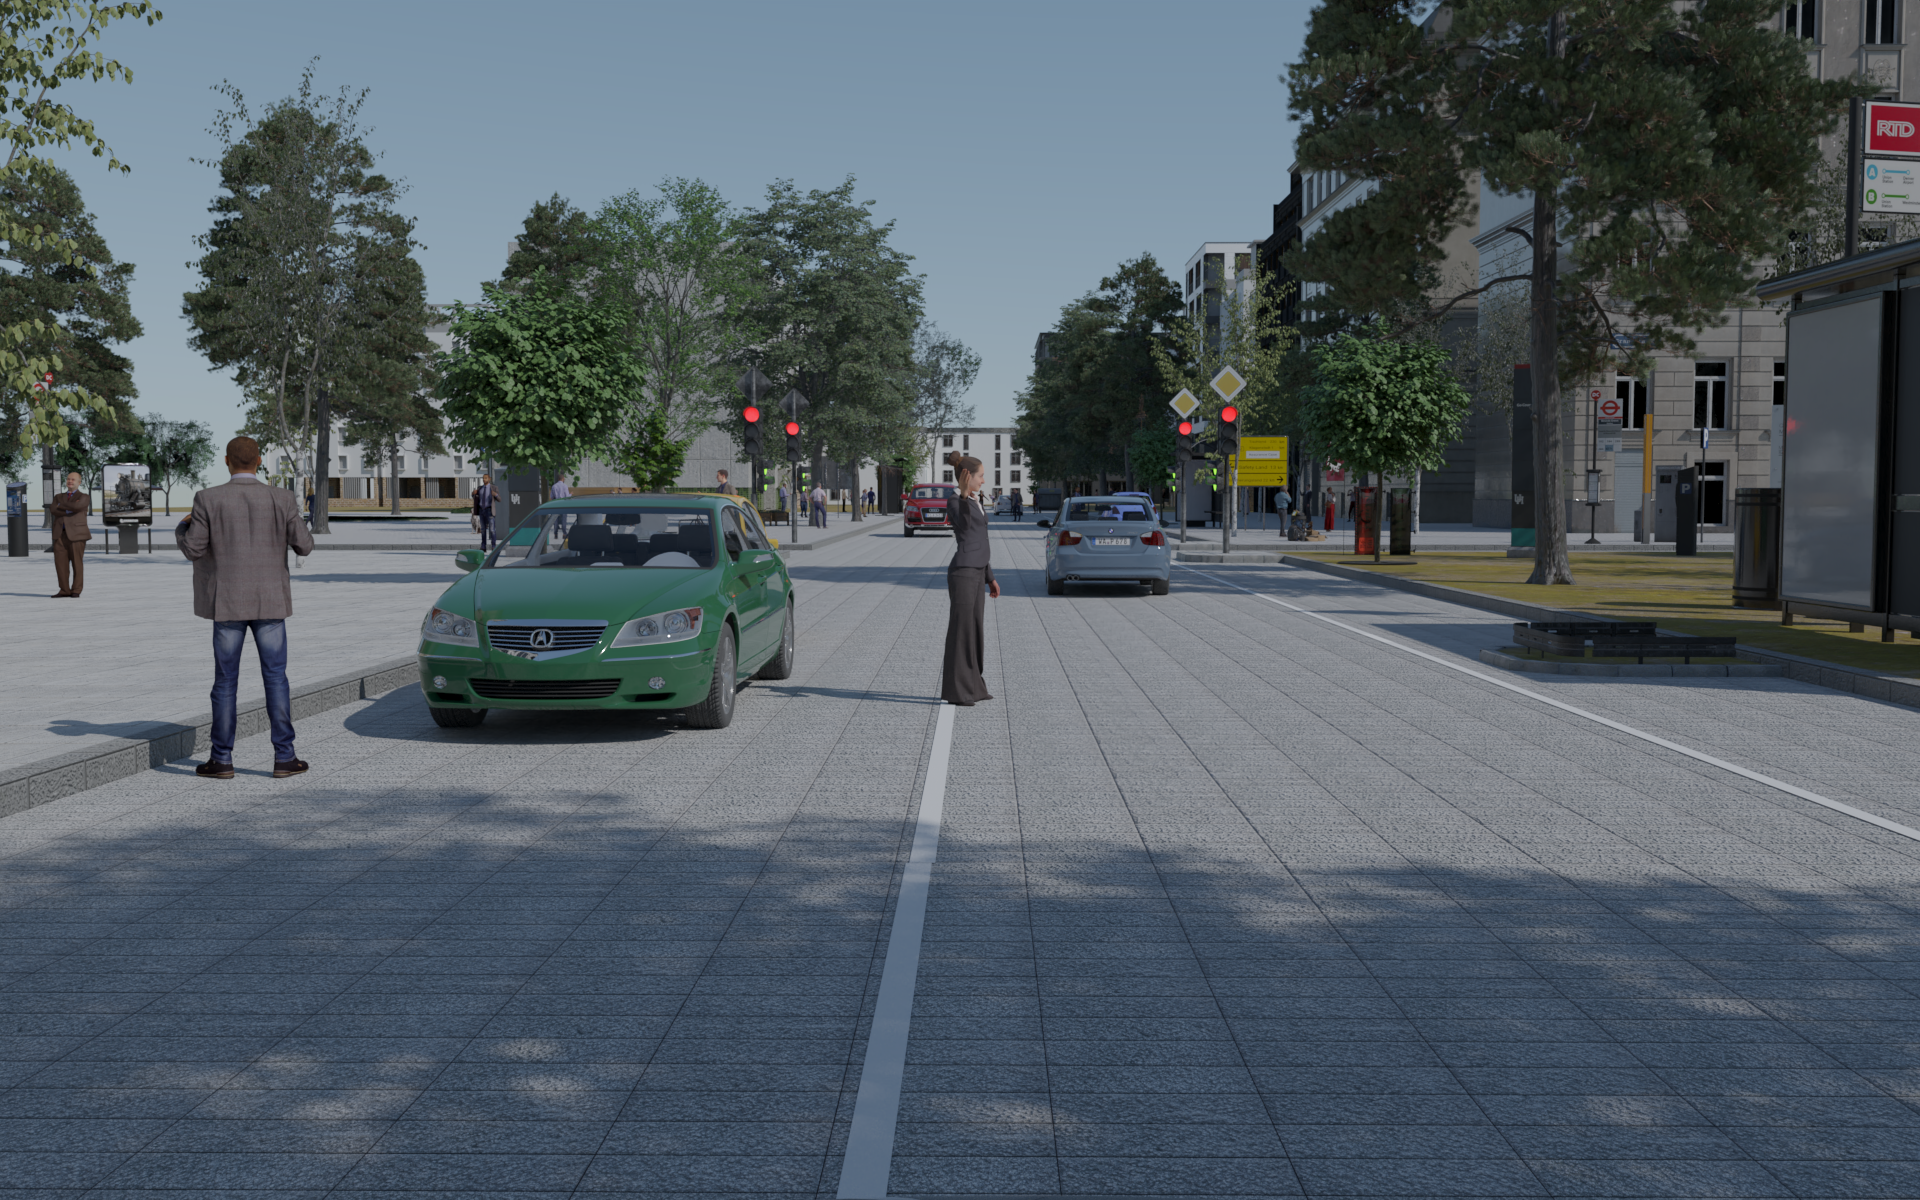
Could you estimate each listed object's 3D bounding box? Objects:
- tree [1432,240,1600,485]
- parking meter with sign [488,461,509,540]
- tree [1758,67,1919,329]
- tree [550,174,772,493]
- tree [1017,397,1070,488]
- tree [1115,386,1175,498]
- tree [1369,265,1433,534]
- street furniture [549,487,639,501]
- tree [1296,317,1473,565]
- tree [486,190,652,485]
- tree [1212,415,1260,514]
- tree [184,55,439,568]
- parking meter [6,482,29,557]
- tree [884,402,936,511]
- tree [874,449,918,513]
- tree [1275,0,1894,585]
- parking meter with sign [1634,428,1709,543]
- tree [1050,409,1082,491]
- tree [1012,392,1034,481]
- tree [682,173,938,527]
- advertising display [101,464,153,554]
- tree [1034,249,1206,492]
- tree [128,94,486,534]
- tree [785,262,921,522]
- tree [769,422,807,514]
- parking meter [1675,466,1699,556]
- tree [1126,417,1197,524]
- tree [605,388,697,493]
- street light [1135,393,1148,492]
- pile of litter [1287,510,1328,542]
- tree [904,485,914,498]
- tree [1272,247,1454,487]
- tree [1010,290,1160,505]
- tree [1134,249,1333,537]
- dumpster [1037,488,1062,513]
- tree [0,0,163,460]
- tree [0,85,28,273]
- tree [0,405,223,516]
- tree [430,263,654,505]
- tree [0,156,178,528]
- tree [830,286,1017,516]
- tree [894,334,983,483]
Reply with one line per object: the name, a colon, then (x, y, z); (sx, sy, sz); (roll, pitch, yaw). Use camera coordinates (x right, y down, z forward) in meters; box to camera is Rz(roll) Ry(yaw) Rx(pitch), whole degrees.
tree: (16.265, -6.103, 50.151); (4.360, 8.622, 3.978); (0, 3, 0)
parking meter with sign: (-12.561, -3.167, 48.043); (1.738, 3.016, 0.543); (3, 4, 38)
tree: (15.662, -4.888, 30.283); (4.360, 8.622, 3.978); (0, 3, 0)
tree: (-9.704, -7.985, 56.316); (9.928, 11.665, 9.643); (0, 3, 0)
tree: (9.999, -16.726, 183.845); (12.009, 13.543, 11.850); (0, 3, 0)
tree: (10.566, -9.035, 98.091); (4.360, 8.622, 3.978); (0, 3, 0)
tree: (14.812, -6.410, 55.158); (4.360, 8.622, 3.978); (0, 3, 0)
street furniture: (-23.021, -6.432, 112.011); (11.010, 1.723, 9.812); (1, 4, 16)
tree: (7.659, -2.932, 31.647); (4.285, 4.588, 4.351); (0, 3, 0)
tree: (-16.805, -10.141, 73.229); (7.806, 13.903, 7.818); (0, 3, 0)
tree: (17.852, -9.734, 109.519); (4.360, 8.622, 3.978); (0, 3, 0)
tree: (-11.386, -4.871, 29.997); (4.360, 8.622, 3.978); (0, 3, 0)
parking meter: (-19.244, -1.648, 35.361); (0.372, 1.533, 0.369); (0, 3, 0)
tree: (-4.192, -10.880, 128.257); (4.737, 8.622, 4.395); (0, 3, 0)
tree: (-4.501, -8.349, 120.217); (4.285, 4.588, 4.351); (0, 3, 0)
tree: (8.252, -7.163, 24.536); (7.806, 13.903, 7.818); (0, 3, 0)
parking meter with sign: (18.873, -3.044, 46.036); (1.738, 3.016, 0.543); (2, 4, 35)
tree: (9.404, -11.639, 140.665); (4.360, 8.622, 3.978); (0, 3, 0)
tree: (9.786, -17.599, 195.163); (7.806, 13.903, 7.818); (0, 3, 0)
tree: (-5.779, -9.876, 68.123); (9.857, 13.997, 8.962); (0, 3, 0)
advertising display: (-17.797, -1.945, 37.015); (0.974, 1.923, 0.123); (-3, 4, -39)
tree: (8.805, -11.176, 90.158); (7.806, 13.903, 7.818); (0, 3, 0)
tree: (-20.308, -9.019, 54.877); (7.806, 13.903, 7.818); (0, 3, 0)
tree: (-4.901, -9.677, 80.268); (6.751, 12.117, 7.091); (0, 3, 0)
tree: (-11.118, -9.868, 111.700); (4.737, 8.622, 4.395); (0, 3, 0)
parking meter: (15.148, -1.860, 36.116); (0.399, 1.863, 0.255); (3, 5, 39)
tree: (8.637, -5.515, 73.881); (4.285, 4.588, 4.351); (0, 3, 0)
tree: (-5.528, -2.263, 31.608); (1.663, 3.219, 1.824); (0, 3, 0)
street light: (8.318, -6.534, 79.619); (0.468, 5.910, 1.993); (0, 4, 1)
pile of litter: (9.522, -2.047, 47.438); (1.176, 0.858, 1.719); (2, 4, 34)
tree: (-4.018, -8.579, 134.867); (1.663, 3.219, 1.824); (0, 3, 0)
tree: (15.450, -8.818, 66.230); (6.751, 12.117, 7.091); (0, 3, 0)
tree: (8.920, -12.271, 107.287); (9.857, 13.997, 8.962); (0, 3, 0)
tree: (8.030, -6.208, 51.859); (4.737, 8.622, 4.395); (0, 3, 0)
dumpster: (6.684, -7.419, 129.522); (1.865, 1.857, 1.264); (0, 4, 0)
tree: (-7.483, -3.781, 12.188); (4.737, 8.622, 4.395); (0, 3, 0)
tree: (-14.204, -4.416, 22.558); (4.360, 8.622, 3.978); (0, 3, 0)
tree: (-53.431, -8.369, 99.746); (20.602, 7.101, 11.467); (-1, 4, -20)
tree: (-5.980, -2.504, 24.661); (4.285, 4.588, 4.351); (0, 3, 0)
tree: (-34.250, -9.593, 64.272); (7.806, 13.903, 7.818); (0, 3, 0)
tree: (-4.455, -11.676, 101.268); (12.009, 13.543, 11.850); (0, 3, 0)
tree: (-4.128, -20.693, 194.213); (12.611, 20.169, 13.585); (0, 3, 0)
